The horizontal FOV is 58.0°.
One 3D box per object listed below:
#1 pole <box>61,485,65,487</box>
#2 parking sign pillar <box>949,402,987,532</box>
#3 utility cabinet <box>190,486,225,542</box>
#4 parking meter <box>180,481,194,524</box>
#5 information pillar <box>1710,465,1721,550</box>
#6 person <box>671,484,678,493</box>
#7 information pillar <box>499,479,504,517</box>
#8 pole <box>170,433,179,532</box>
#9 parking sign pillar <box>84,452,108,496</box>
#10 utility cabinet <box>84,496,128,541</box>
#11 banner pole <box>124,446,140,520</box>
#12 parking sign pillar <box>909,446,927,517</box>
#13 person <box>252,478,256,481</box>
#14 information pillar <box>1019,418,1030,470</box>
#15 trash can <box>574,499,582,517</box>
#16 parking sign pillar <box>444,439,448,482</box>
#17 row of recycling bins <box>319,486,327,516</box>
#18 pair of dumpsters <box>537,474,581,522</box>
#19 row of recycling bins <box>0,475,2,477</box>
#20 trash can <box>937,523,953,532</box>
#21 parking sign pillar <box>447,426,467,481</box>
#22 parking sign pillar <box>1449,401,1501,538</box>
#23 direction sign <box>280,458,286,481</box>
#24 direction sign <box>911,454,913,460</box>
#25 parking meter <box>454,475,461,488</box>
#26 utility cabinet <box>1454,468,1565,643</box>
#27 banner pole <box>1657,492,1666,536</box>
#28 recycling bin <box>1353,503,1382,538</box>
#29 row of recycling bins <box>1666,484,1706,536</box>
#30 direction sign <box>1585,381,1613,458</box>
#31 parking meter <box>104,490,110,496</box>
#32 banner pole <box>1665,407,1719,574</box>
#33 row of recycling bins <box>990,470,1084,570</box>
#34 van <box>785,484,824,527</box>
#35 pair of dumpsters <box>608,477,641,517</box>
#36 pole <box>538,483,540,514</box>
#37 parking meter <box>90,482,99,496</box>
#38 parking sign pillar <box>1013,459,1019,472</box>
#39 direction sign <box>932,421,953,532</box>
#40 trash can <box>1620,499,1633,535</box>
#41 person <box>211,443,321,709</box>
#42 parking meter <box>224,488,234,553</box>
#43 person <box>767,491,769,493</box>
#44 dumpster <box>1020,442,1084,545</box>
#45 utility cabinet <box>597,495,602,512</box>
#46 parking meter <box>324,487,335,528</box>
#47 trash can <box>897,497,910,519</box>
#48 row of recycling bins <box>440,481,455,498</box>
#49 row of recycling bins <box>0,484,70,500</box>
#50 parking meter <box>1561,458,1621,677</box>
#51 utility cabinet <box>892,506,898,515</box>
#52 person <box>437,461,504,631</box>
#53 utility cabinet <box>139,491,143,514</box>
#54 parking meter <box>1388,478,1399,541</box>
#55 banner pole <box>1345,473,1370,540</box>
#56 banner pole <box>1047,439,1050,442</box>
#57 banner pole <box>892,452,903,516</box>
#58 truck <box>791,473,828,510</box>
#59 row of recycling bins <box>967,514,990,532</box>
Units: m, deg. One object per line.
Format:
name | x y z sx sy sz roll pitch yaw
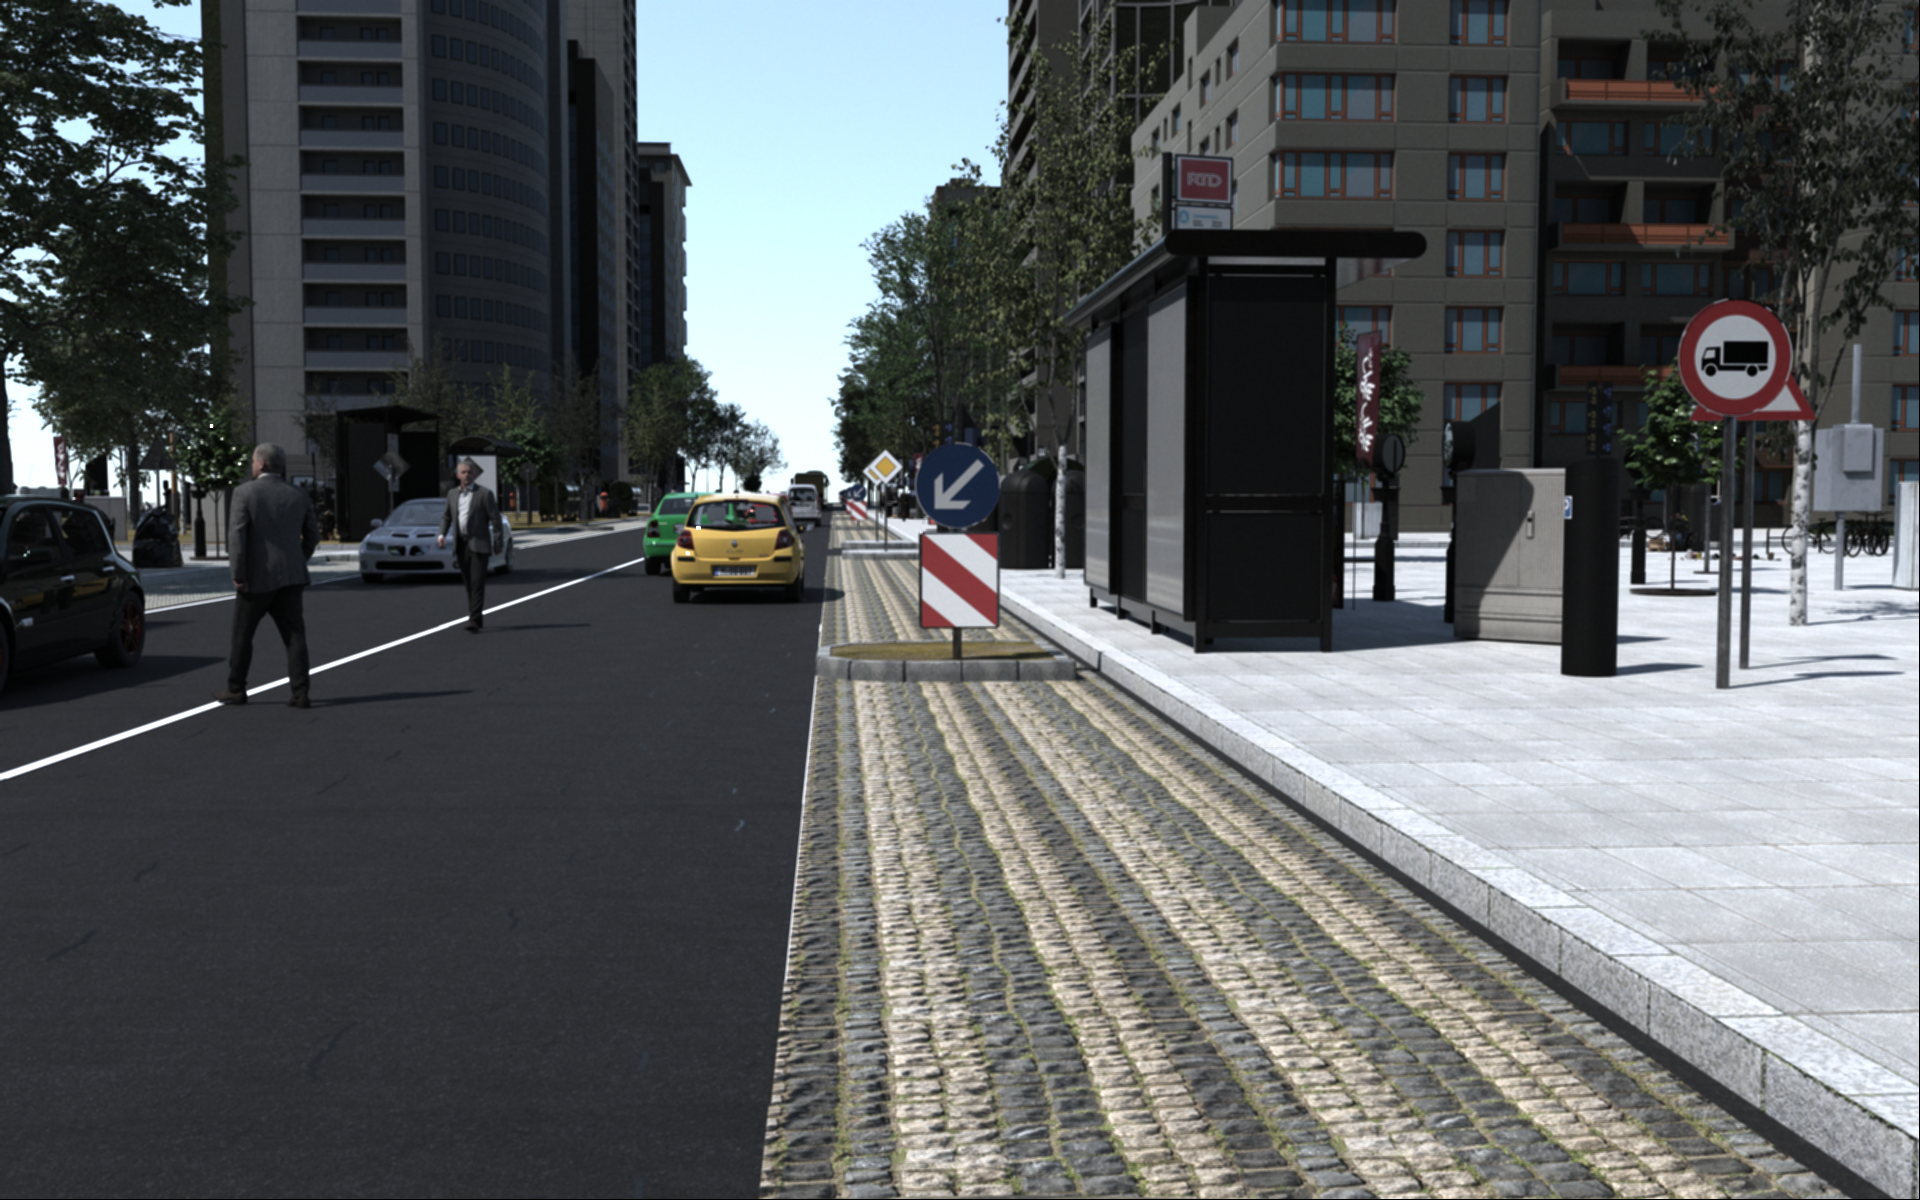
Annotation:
pole | -58.519 -7.289 113.017 0.158 3.312 0.155 0 3 0
parking sign pillar | 0.389 -3.846 51.357 1.447 3.967 1.447 2 4 24
utility cabinet | -19.562 -2.254 45.530 1.173 1.500 0.318 0 4 2
parking meter | -32.745 -4.134 73.302 0.399 1.863 0.255 1 4 18
information pillar | 17.444 -2.165 39.887 0.304 2.012 0.304 -2 4 -27
person | -10.293 -3.277 62.357 0.678 1.792 0.850 -2 4 -35
information pillar | -21.750 -4.727 81.775 0.304 2.012 0.304 -2 4 -31
pole | -26.259 -3.917 57.892 0.158 3.312 0.155 0 3 0
parking sign pillar | -53.397 -7.251 107.025 1.447 3.967 1.447 3 5 42
utility cabinet | -23.214 -2.196 47.073 1.020 1.237 0.306 -1 4 -20
banner pole | -41.595 -5.925 86.896 0.863 3.779 0.401 -1 4 -12
parking sign pillar | -2.603 -6.649 97.180 1.447 3.967 1.447 0 4 0
person | -12.338 -1.301 30.525 0.760 1.731 0.466 2 4 28
information pillar | 1.898 -3.651 51.052 0.183 3.616 0.504 -2 4 -29
trash can | -21.044 -5.138 95.659 0.748 1.137 0.748 0 3 0
parking sign pillar | -24.914 -5.934 85.490 1.447 3.967 1.447 1 4 16
row of recycling bins | -31.599 -4.850 86.405 1.069 1.692 3.534 0 4 2
pair of dumpsters | -18.653 -4.769 80.471 1.574 2.255 4.437 0 4 -4
row of recycling bins | -14.584 -1.023 23.842 3.534 1.692 1.069 1 4 18
trash can | -0.444 -2.707 55.907 0.748 1.137 0.748 0 3 0
parking sign pillar | -19.751 -4.970 69.729 1.447 3.967 1.447 -1 4 -16
parking sign pillar | 15.014 -3.788 50.408 1.447 3.967 1.447 1 4 15
direction sign | -39.805 -6.691 101.397 0.379 3.537 0.876 2 4 26
direction sign | -2.521 -6.512 98.469 0.379 3.537 0.876 -3 4 -36
parking meter | -15.604 -2.967 54.229 0.399 1.863 0.255 -1 4 -21
utility cabinet | 4.886 -0.384 14.963 1.173 1.500 0.318 3 5 42
banner pole | 21.664 -3.870 53.298 0.401 3.779 0.863 0 4 8
recycling bin | 12.006 -2.345 50.895 0.722 1.027 0.722 0 4 -5
row of recycling bins | 22.966 -2.919 54.833 1.069 1.692 3.534 1 4 12
direction sign | 12.881 -2.629 34.980 0.876 3.537 0.379 -3 4 -37
parking meter | -51.781 -5.912 105.069 0.372 1.533 0.369 0 3 0
banner pole | 11.972 -2.326 28.055 0.401 3.779 0.863 -1 4 -19
row of recycling bins | 2.407 -1.405 30.083 3.534 1.692 1.069 -1 4 -18
van | -7.033 -4.286 77.096 2.013 2.044 4.112 0 4 -5
pair of dumpsters | -19.403 -5.963 99.994 1.574 2.255 4.437 0 4 -4
pole | -27.025 -7.185 111.318 0.158 3.312 0.155 0 3 0
parking meter | -42.177 -4.814 84.426 0.399 1.863 0.255 2 4 33
parking sign pillar | 4.124 -8.042 119.966 1.447 3.967 1.447 -1 4 -22
direction sign | -0.543 -3.772 53.667 0.876 3.537 0.379 3 5 43
trash can | 20.711 -2.603 54.217 0.748 1.137 0.748 0 3 0
person | -4.717 -0.173 11.734 0.834 1.777 0.661 2 4 32
parking meter | -15.840 -1.796 37.779 0.372 1.533 0.369 0 3 0
person | -16.970 -8.758 152.370 1.217 1.739 0.721 2 4 32
dumpster | 1.786 -1.869 33.045 1.502 2.255 1.985 0 4 -4
utility cabinet | -19.723 -5.110 94.708 0.306 1.237 1.020 -1 4 -12
parking meter | -23.940 -3.509 65.776 0.372 1.533 0.369 0 3 0
trash can | -2.946 -4.817 90.407 0.748 1.137 0.748 0 3 0
row of recycling bins | -16.798 -3.023 56.544 1.069 1.692 3.534 -1 4 -21
row of recycling bins | -49.935 -5.280 93.443 3.534 1.692 1.069 -1 4 -19
parking meter | 4.466 -0.235 12.259 0.372 1.533 0.369 0 3 0
utility cabinet | -3.567 -5.726 104.786 1.020 1.237 0.306 0 4 3
person | -5.138 -0.563 18.110 0.661 1.777 0.834 0 4 1
utility cabinet | -51.966 -6.180 109.722 0.318 1.500 1.173 -1 4 -23
parking meter | 11.895 -2.559 47.551 0.255 1.863 0.399 1 4 21
banner pole | 11.155 -3.589 48.691 0.863 3.779 0.401 -2 4 -24
banner pole | 3.869 -5.456 79.216 0.863 3.779 0.401 3 4 39
banner pole | -3.659 -6.932 103.358 0.863 3.779 0.401 0 4 -6
truck | -13.669 -9.860 157.137 3.469 3.379 9.791 0 4 -5
row of recycling bins | 1.568 -1.806 36.640 3.534 1.692 1.069 3 5 42
